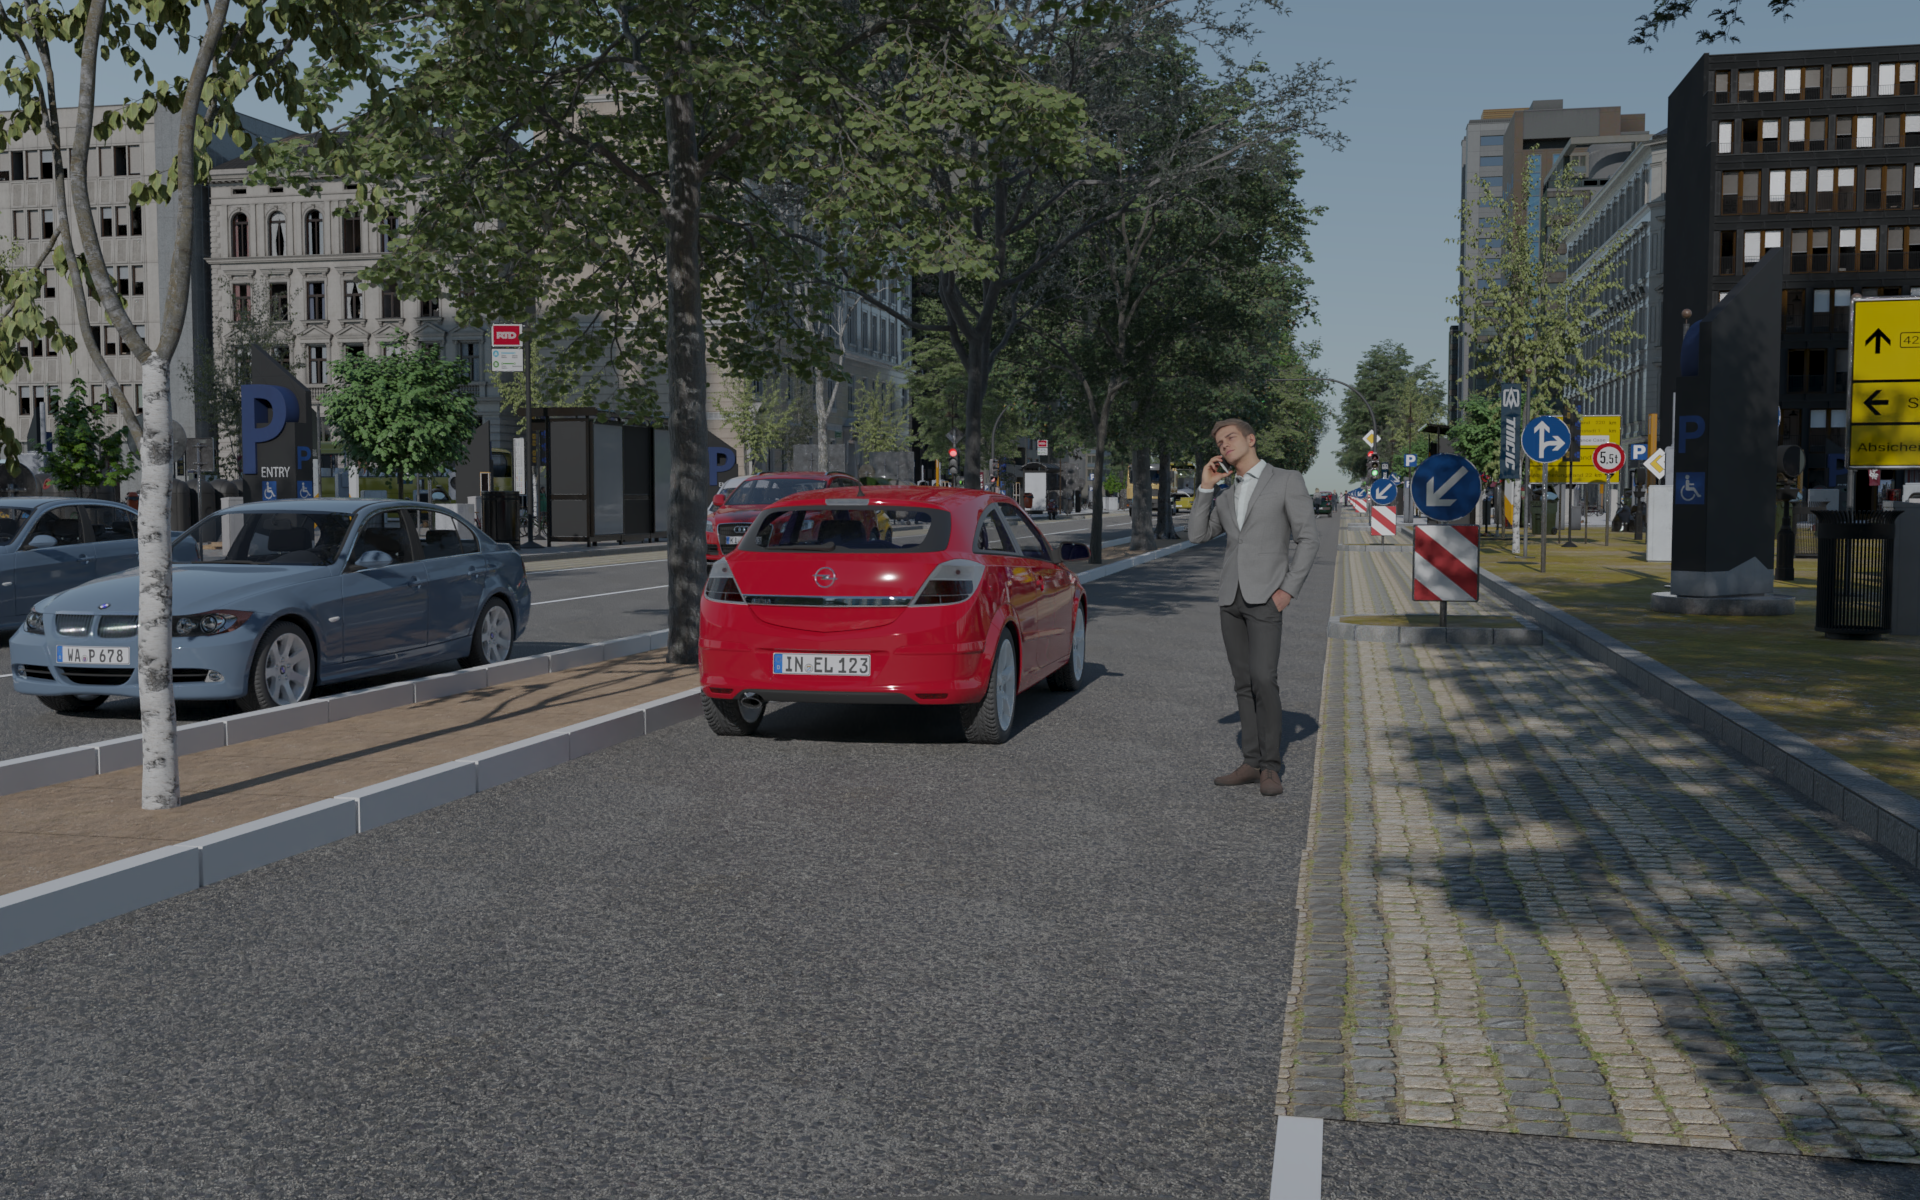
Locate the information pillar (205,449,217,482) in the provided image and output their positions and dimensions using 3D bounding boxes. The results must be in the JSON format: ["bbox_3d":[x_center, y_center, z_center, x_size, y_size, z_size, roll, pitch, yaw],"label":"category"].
[{"bbox_3d":[-32.878,-5.179,76.027,0.504,3.616,0.183,-1,4,-16],"label":"information pillar"}]

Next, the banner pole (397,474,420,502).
[{"bbox_3d":[-16.555,-3.801,52.158,0.863,3.779,0.401,0,4,0],"label":"banner pole"}]

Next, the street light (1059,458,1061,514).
[{"bbox_3d":[6.432,-8.448,110.907,0.468,5.910,1.993,1,4,12],"label":"street light"}]

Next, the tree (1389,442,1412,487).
[{"bbox_3d":[24.586,-6.631,92.131,4.285,4.588,4.351,0,3,0],"label":"tree"}]

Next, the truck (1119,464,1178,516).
[{"bbox_3d":[12.499,-7.143,112.708,3.469,3.379,9.791,1,4,12],"label":"truck"}]

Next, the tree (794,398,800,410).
[{"bbox_3d":[-10.291,-8.250,85.243,4.737,8.622,4.395,0,3,0],"label":"tree"}]

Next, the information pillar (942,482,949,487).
[{"bbox_3d":[-0.870,-6.026,103.012,0.304,2.012,0.304,-3,4,-38],"label":"information pillar"}]

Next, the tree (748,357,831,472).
[{"bbox_3d":[-8.605,-8.538,89.956,4.360,8.622,3.978,0,3,0],"label":"tree"}]

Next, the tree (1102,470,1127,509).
[{"bbox_3d":[12.024,-8.698,136.817,1.663,3.219,1.824,0,3,0],"label":"tree"}]

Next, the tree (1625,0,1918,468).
[{"bbox_3d":[5.470,-4.462,7.359,7.601,10.594,8.767,1,4,21],"label":"tree"}]

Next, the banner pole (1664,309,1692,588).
[{"bbox_3d":[9.892,-2.036,23.303,0.401,3.779,0.863,-1,4,-17],"label":"banner pole"}]

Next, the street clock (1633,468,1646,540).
[{"bbox_3d":[18.947,-2.675,48.310,0.358,2.002,0.471,1,4,11],"label":"street clock"}]

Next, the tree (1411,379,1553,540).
[{"bbox_3d":[15.372,-3.986,48.890,4.285,4.588,4.351,0,3,0],"label":"tree"}]

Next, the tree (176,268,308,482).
[{"bbox_3d":[-23.272,-6.498,56.608,4.360,8.622,3.978,0,3,0],"label":"tree"}]

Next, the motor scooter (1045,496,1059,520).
[{"bbox_3d":[5.148,-5.107,96.273,0.815,1.314,1.986,1,4,12],"label":"motor scooter"}]

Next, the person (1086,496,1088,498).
[{"bbox_3d":[17.534,-13.906,235.996,0.705,1.807,1.348,2,4,26],"label":"person"}]

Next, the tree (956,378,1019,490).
[{"bbox_3d":[1.683,-8.798,94.213,4.360,8.622,3.978,0,3,0],"label":"tree"}]

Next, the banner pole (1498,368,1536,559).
[{"bbox_3d":[11.082,-2.718,34.456,0.863,3.779,0.401,-1,4,-17],"label":"banner pole"}]

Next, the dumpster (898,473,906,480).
[{"bbox_3d":[-3.135,-4.774,80.546,1.502,2.255,1.985,1,4,13],"label":"dumpster"}]

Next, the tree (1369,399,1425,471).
[{"bbox_3d":[33.273,-11.067,131.306,4.360,8.622,3.978,0,3,0],"label":"tree"}]

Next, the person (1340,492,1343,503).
[{"bbox_3d":[60.501,-16.250,274.863,0.551,1.740,0.621,1,4,12],"label":"person"}]

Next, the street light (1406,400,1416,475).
[{"bbox_3d":[22.204,-6.894,85.508,0.468,5.910,1.993,1,4,12],"label":"street light"}]

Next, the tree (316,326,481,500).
[{"bbox_3d":[-10.940,-3.079,34.059,4.285,4.588,4.351,0,3,0],"label":"tree"}]

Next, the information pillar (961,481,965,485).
[{"bbox_3d":[0.257,-5.751,98.523,0.304,2.012,0.304,-2,4,-30],"label":"information pillar"}]

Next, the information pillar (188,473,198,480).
[{"bbox_3d":[-26.339,-3.375,59.674,0.304,2.012,0.304,2,4,34],"label":"information pillar"}]

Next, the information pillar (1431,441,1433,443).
[{"bbox_3d":[20.974,-5.235,76.946,0.183,3.616,0.504,2,4,28],"label":"information pillar"}]

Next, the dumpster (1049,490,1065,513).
[{"bbox_3d":[6.906,-7.020,120.539,1.264,1.857,1.865,1,4,12],"label":"dumpster"}]

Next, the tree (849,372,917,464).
[{"bbox_3d":[-4.972,-9.489,105.507,4.737,8.622,4.395,0,3,0],"label":"tree"}]

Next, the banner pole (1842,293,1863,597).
[{"bbox_3d":[11.311,-1.926,21.514,0.401,3.779,0.863,-3,4,-36],"label":"banner pole"}]

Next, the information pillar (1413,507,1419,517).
[{"bbox_3d":[26.130,-6.574,98.833,0.183,3.616,0.504,2,4,32],"label":"information pillar"}]

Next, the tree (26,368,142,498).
[{"bbox_3d":[-13.340,-1.926,26.084,1.663,3.219,1.824,0,3,0],"label":"tree"}]

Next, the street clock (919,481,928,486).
[{"bbox_3d":[-2.055,-5.695,97.688,0.471,2.002,0.358,-2,4,-31],"label":"street clock"}]

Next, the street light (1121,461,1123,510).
[{"bbox_3d":[13.327,-10.346,141.946,0.468,5.910,1.993,1,4,12],"label":"street light"}]

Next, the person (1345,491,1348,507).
[{"bbox_3d":[39.205,-10.172,175.727,0.530,1.710,0.541,3,5,40],"label":"person"}]

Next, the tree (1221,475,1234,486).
[{"bbox_3d":[43.118,-19.957,276.651,4.737,8.622,4.395,0,3,0],"label":"tree"}]

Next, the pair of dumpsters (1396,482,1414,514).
[{"bbox_3d":[28.435,-6.638,111.019,1.574,2.255,4.437,1,4,12],"label":"pair of dumpsters"}]

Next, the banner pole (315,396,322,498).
[{"bbox_3d":[-16.278,-3.302,44.011,0.401,3.779,0.863,-1,4,-18],"label":"banner pole"}]

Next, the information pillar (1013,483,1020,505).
[{"bbox_3d":[3.627,-6.519,111.075,0.304,2.012,0.304,-3,4,-39],"label":"information pillar"}]

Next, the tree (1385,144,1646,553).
[{"bbox_3d":[12.325,-5.333,37.562,4.737,8.622,4.395,0,3,0],"label":"tree"}]

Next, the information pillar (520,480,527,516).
[{"bbox_3d":[-22.996,-5.302,91.178,0.304,2.012,0.304,3,5,40],"label":"information pillar"}]

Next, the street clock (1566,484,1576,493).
[{"bbox_3d":[28.207,-4.616,80.043,0.471,2.002,0.358,0,4,-4],"label":"street clock"}]

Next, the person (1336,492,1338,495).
[{"bbox_3d":[63.660,-17.345,293.013,0.541,1.710,0.530,2,4,30],"label":"person"}]

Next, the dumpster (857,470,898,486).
[{"bbox_3d":[-3.600,-4.134,70.089,1.502,2.255,1.985,1,4,12],"label":"dumpster"}]

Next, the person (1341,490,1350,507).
[{"bbox_3d":[42.622,-11.204,191.310,1.348,1.869,0.705,-1,4,-19],"label":"person"}]

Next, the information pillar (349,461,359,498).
[{"bbox_3d":[-17.482,-3.584,49.951,0.183,3.616,0.504,-3,5,-42],"label":"information pillar"}]

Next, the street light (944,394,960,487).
[{"bbox_3d":[-0.338,-6.548,79.840,0.468,5.910,1.993,1,4,12],"label":"street light"}]

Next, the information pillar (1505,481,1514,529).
[{"bbox_3d":[20.117,-4.409,63.440,0.183,3.616,0.504,-1,4,-19],"label":"information pillar"}]

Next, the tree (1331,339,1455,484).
[{"bbox_3d":[35.522,-14.321,140.796,9.857,13.997,8.962,0,3,0],"label":"tree"}]

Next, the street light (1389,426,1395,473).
[{"bbox_3d":[29.088,-8.797,116.617,0.468,5.910,1.993,1,4,12],"label":"street light"}]

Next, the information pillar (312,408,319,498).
[{"bbox_3d":[-15.401,-3.029,40.871,0.183,3.616,0.504,3,4,38],"label":"information pillar"}]

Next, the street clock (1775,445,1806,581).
[{"bbox_3d":[12.257,-1.292,25.688,0.471,2.002,0.358,-1,4,-23],"label":"street clock"}]

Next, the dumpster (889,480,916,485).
[{"bbox_3d":[-2.468,-4.044,71.874,1.264,1.857,1.865,1,4,12],"label":"dumpster"}]

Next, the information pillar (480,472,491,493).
[{"bbox_3d":[-15.921,-3.283,58.169,0.304,2.012,0.304,0,4,-5],"label":"information pillar"}]

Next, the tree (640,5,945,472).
[{"bbox_3d":[-6.101,-12.601,61.908,12.611,20.169,13.585,0,3,0],"label":"tree"}]

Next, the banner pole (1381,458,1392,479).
[{"bbox_3d":[29.537,-7.936,119.764,0.863,3.779,0.401,0,4,8],"label":"banner pole"}]
